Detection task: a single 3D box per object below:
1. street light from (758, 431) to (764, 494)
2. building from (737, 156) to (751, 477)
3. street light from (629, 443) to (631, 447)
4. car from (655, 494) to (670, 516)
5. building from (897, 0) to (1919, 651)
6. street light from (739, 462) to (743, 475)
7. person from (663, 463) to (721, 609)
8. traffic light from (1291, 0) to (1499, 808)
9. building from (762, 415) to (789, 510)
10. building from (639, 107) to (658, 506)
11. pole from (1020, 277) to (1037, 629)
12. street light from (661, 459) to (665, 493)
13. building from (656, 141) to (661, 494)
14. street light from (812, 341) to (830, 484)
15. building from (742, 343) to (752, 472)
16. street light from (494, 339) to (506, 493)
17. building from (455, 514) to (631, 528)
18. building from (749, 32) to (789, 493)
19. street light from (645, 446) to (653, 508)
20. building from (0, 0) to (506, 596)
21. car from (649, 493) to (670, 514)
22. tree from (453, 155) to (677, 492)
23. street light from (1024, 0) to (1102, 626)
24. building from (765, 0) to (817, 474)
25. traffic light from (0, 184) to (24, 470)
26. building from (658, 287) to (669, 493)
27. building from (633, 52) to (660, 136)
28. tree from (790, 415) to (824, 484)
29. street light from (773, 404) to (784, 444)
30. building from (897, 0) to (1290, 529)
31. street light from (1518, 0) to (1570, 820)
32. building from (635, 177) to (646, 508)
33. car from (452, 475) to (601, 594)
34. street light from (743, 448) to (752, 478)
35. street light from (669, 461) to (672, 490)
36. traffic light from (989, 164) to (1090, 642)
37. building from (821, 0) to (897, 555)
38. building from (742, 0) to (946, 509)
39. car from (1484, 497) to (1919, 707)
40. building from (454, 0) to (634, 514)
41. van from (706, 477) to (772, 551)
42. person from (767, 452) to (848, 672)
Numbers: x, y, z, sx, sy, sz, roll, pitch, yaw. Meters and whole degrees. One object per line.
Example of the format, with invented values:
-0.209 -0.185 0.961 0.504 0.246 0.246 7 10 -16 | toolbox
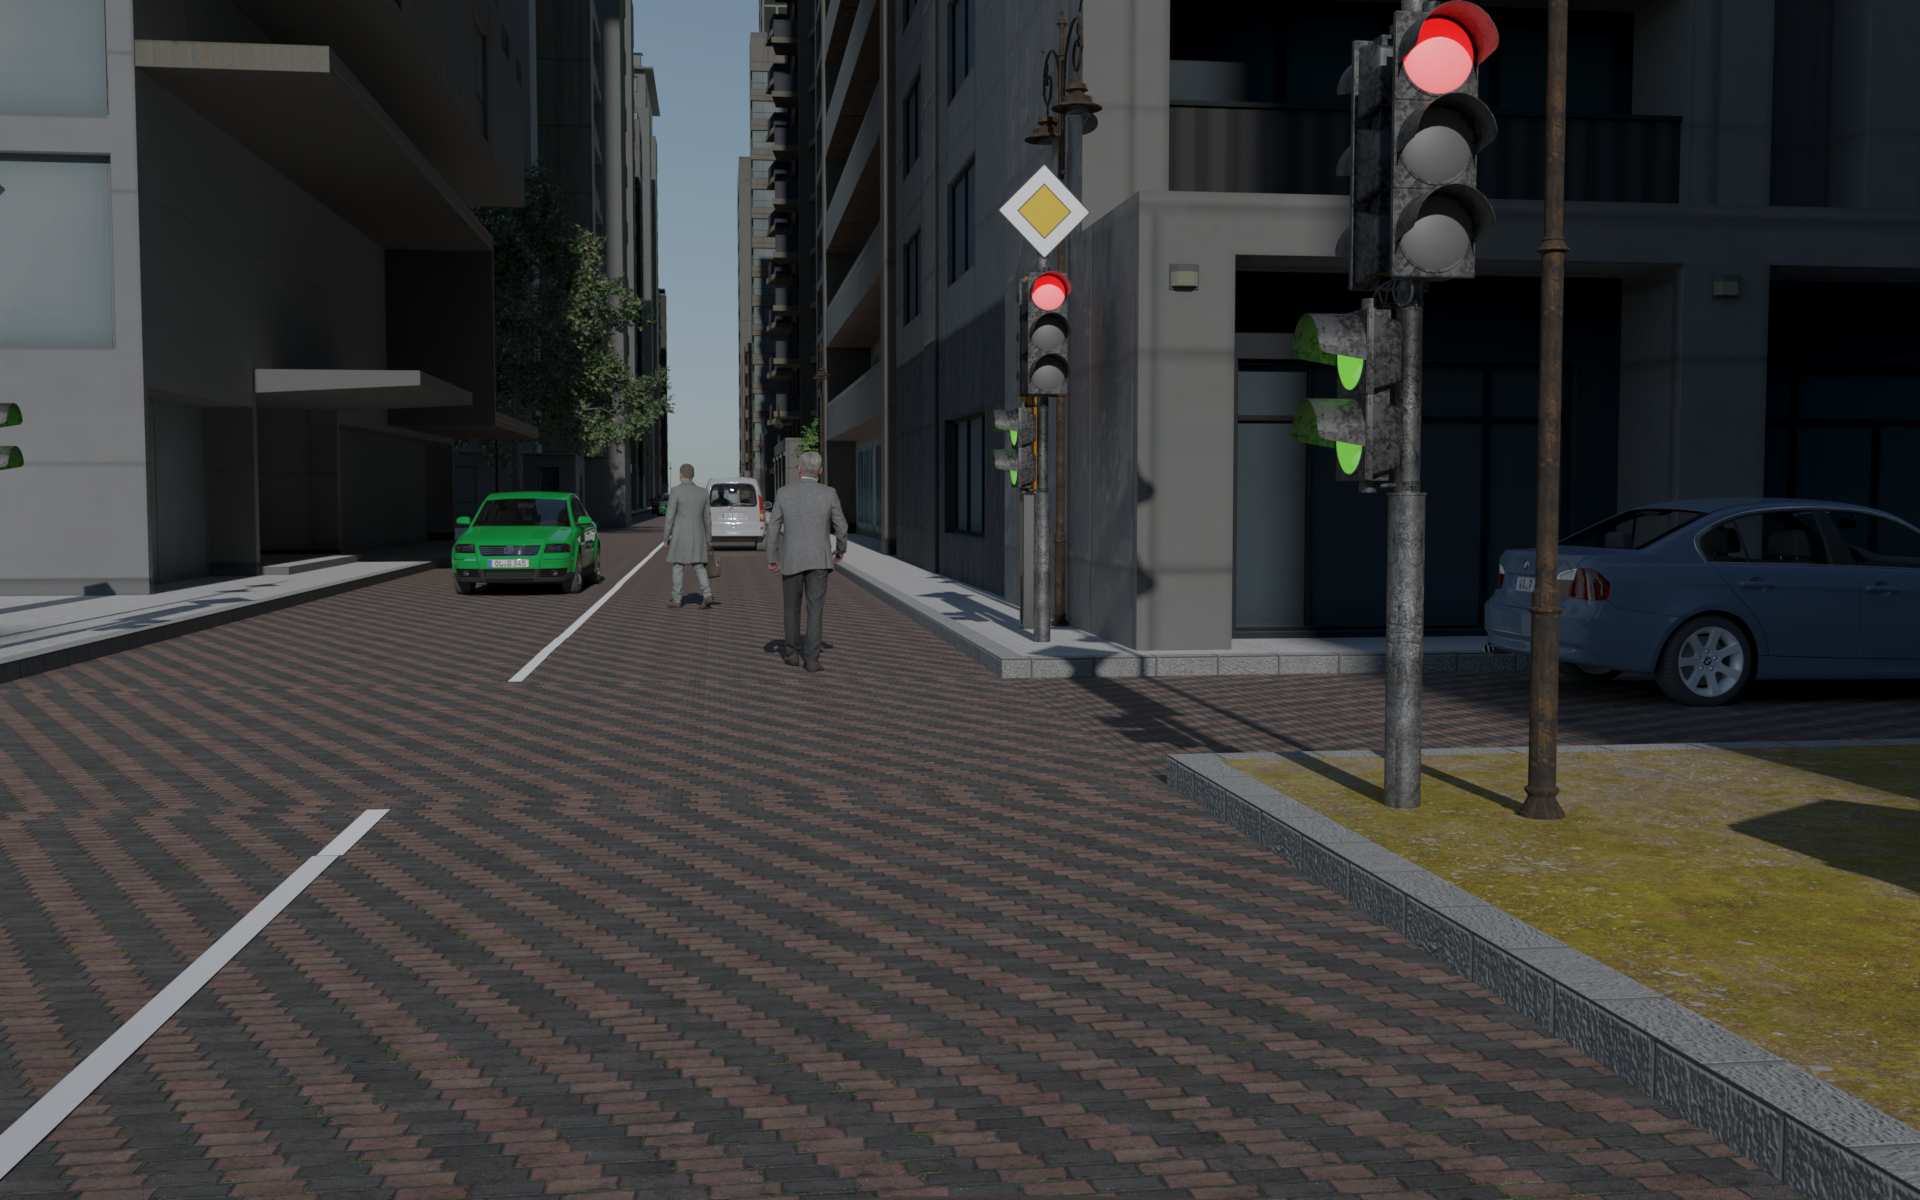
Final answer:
-14.654 -9.456 127.394 0.468 5.910 1.993 0 4 -8 | street light
-19.573 -37.553 237.700 21.300 48.544 21.600 0 4 -8 | building
-24.234 -9.396 126.412 0.468 5.910 1.993 0 4 -8 | street light
-18.687 -6.154 112.412 2.131 1.459 4.920 0 4 -7 | car
10.233 -35.795 23.499 20.611 71.187 20.563 0 4 -8 | building
-26.434 -14.578 211.141 0.468 5.910 1.993 0 4 -8 | street light
-3.391 -0.798 21.648 0.694 1.812 0.767 -3 4 -37 | person
1.802 -1.107 7.020 0.839 4.253 0.868 0 4 -8 | traffic light
-4.125 -50.313 135.285 22.319 86.520 31.000 0 4 -8 | building
-38.757 -30.185 177.115 14.154 41.232 14.086 0 4 -8 | building
0.663 -1.381 16.420 0.158 3.312 0.155 0 3 0 | pole
-35.743 -14.428 208.690 0.468 5.910 1.993 0 4 -8 | street light
-40.559 -31.045 191.177 14.154 41.232 14.086 0 4 -8 | building
-4.207 -4.879 52.558 0.468 5.910 1.993 0 4 -8 | street light
-12.773 -22.564 213.966 27.650 21.520 28.899 0 4 -8 | building
-13.483 -4.742 50.321 0.468 5.910 1.993 0 4 -8 | street light
-21.060 -23.657 70.380 14.154 41.232 14.086 0 4 -8 | building
-12.067 -29.033 158.277 14.154 41.232 14.086 0 4 -8 | building
-29.286 -11.593 162.328 0.468 5.910 1.993 0 4 -8 | street light
-22.954 -27.016 30.950 28.713 52.752 27.495 0 4 -8 | building
-21.885 -7.292 128.265 2.155 1.783 4.494 0 4 -7 | car
-14.818 -8.617 57.901 9.611 12.733 9.660 0 3 0 | tree
0.973 -2.686 16.697 0.468 5.910 1.993 0 4 -8 | street light
-0.665 -27.641 106.561 22.147 44.769 28.867 0 4 -8 | building
-7.932 -1.516 13.706 0.839 4.253 0.868 0 4 -8 | traffic light
-46.693 -28.227 233.208 14.160 30.474 14.107 0 4 -8 | building
-51.085 -37.986 210.308 28.713 52.752 27.495 0 4 -8 | building
-4.337 -4.749 61.357 4.285 4.588 4.351 0 3 0 | tree
-9.521 -7.251 91.337 0.468 5.910 1.993 0 4 -8 | street light
1.892 -39.205 79.248 20.563 71.187 20.611 0 4 -8 | building
2.317 -2.076 6.725 0.468 5.910 1.993 0 4 -8 | street light
-34.868 -23.156 150.304 14.160 30.474 14.107 0 4 -8 | building
-6.496 -1.064 26.196 1.959 1.807 4.718 0 4 -6 | car
-21.387 -12.384 175.262 0.468 5.910 1.993 0 4 -8 | street light
-40.910 -16.642 244.888 0.468 5.910 1.993 0 4 -8 | street light
0.693 -1.591 14.928 0.839 4.253 0.868 0 4 -8 | traffic light
7.528 -25.862 46.548 21.300 48.544 21.600 0 4 -8 | building
-13.355 -45.821 187.419 20.563 71.187 20.611 0 4 -8 | building
6.163 -0.039 12.640 4.499 1.417 2.014 -1 4 -8 | car
-32.744 -27.634 135.405 14.154 41.232 14.086 0 4 -8 | building
-5.857 -2.304 44.676 2.013 2.044 4.112 0 4 -8 | van
-1.263 -0.328 14.260 0.661 1.777 0.834 -1 4 -9 | person
